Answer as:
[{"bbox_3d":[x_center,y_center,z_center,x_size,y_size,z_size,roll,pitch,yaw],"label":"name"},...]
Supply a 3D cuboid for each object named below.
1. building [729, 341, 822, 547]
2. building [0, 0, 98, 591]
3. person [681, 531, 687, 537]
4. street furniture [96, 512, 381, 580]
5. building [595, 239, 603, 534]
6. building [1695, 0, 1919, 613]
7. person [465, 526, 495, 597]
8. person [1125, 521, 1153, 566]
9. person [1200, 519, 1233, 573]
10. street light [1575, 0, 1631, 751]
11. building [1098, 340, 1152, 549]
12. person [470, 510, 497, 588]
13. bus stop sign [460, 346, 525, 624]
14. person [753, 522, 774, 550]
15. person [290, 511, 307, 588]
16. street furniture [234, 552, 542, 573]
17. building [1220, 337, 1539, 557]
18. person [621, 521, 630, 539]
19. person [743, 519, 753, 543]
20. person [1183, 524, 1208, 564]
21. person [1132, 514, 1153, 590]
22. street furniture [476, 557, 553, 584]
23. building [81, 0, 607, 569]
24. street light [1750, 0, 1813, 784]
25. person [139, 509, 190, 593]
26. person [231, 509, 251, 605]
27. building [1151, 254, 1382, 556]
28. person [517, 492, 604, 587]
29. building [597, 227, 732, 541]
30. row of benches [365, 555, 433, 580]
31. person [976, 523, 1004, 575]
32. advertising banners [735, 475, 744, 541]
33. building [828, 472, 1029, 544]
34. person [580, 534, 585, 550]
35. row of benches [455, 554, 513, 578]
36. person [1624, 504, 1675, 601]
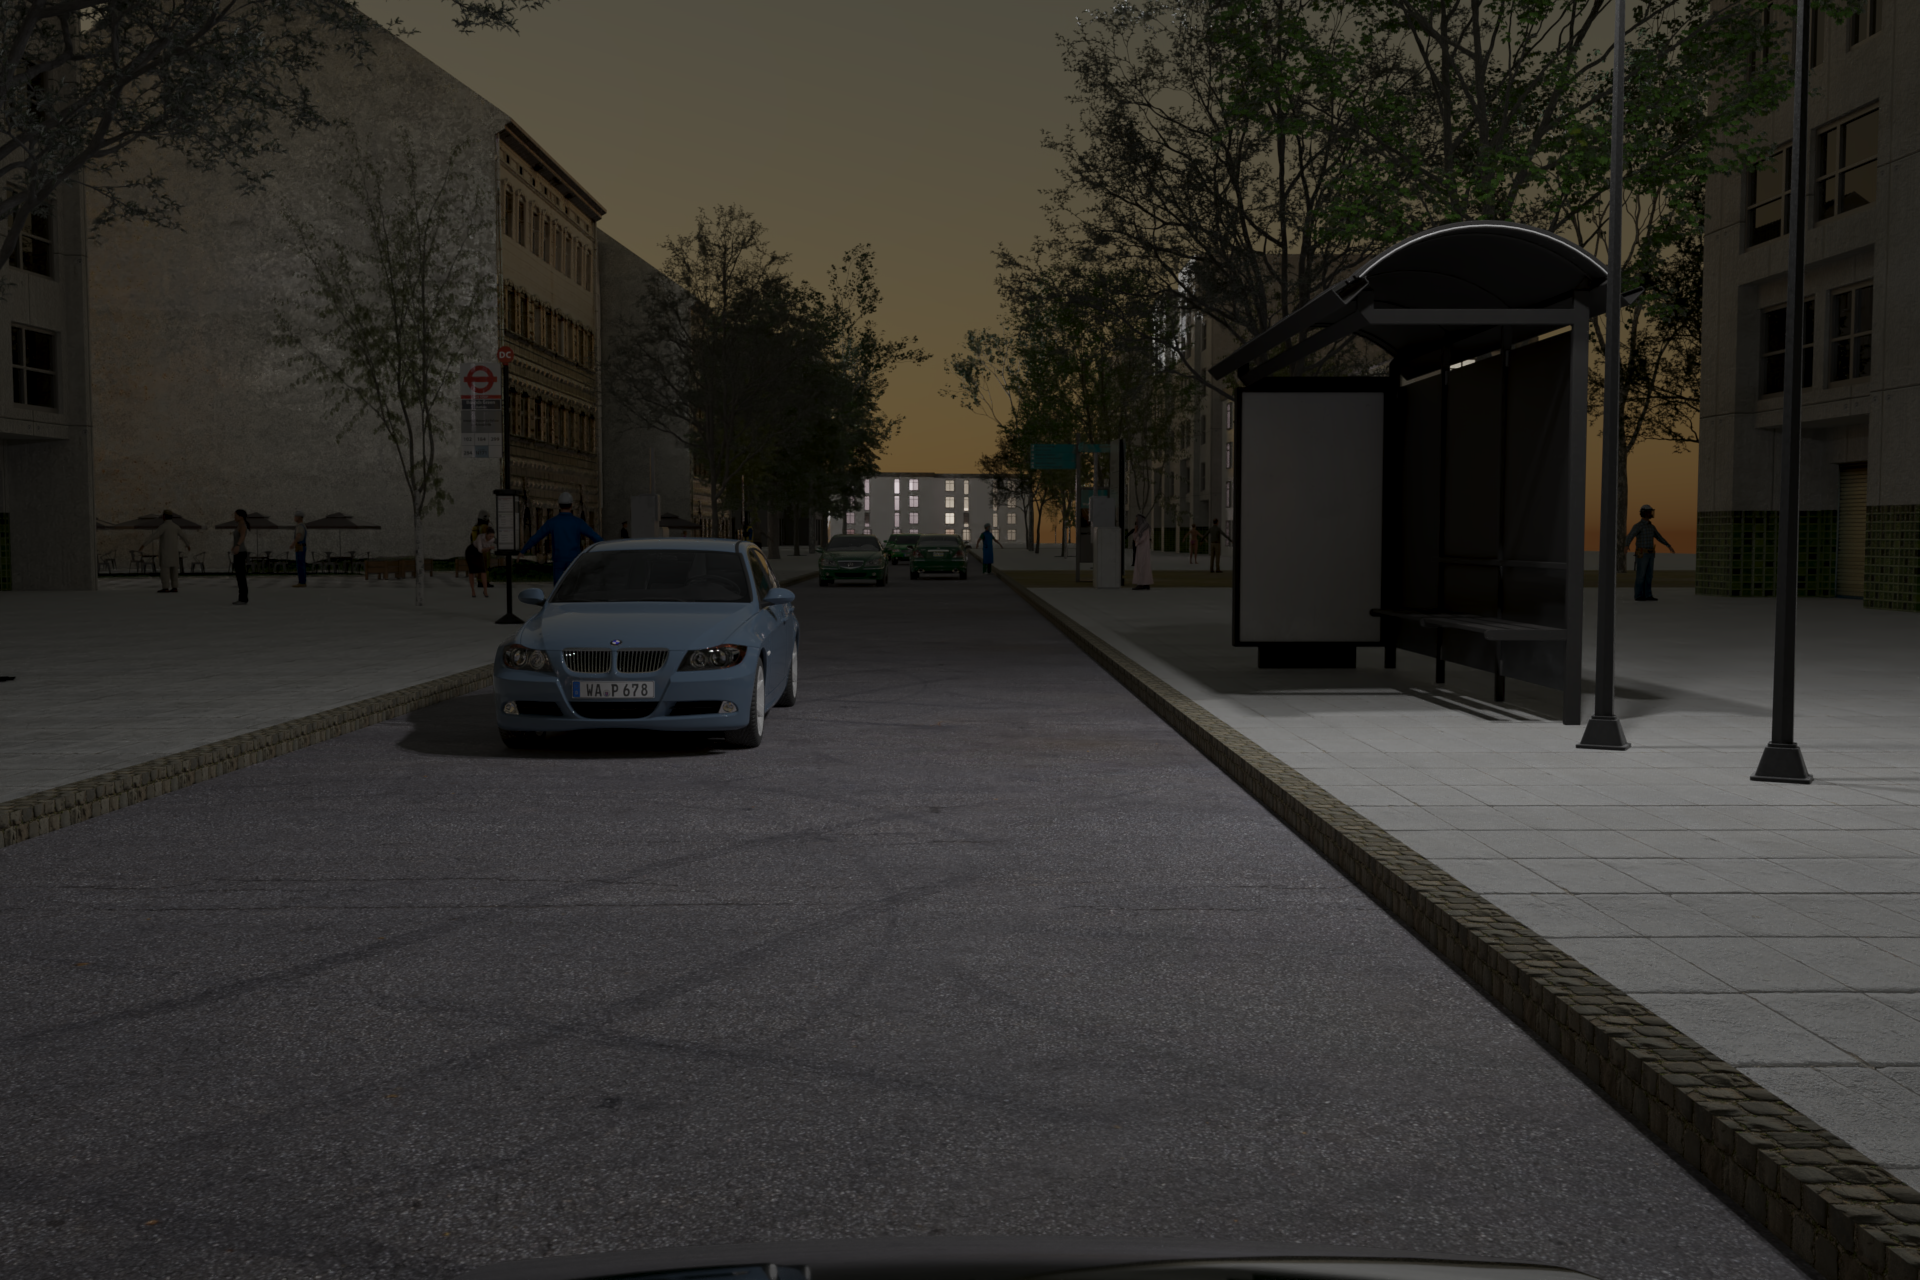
[{"bbox_3d":[-29.826,-21.029,187.793,27.936,21.610,32.646,0,4,-1],"label":"building"},{"bbox_3d":[-27.828,-9.580,23.090,16.747,18.905,31.486,0,4,-1],"label":"building"},{"bbox_3d":[-11.479,-3.884,72.773,0.599,1.433,0.991,-1,4,-18],"label":"person"},{"bbox_3d":[-31.380,-2.644,48.265,27.439,1.986,14.083,0,4,-4],"label":"street furniture"},{"bbox_3d":[-27.644,-14.746,97.521,16.016,20.090,11.380,0,4,-1],"label":"building"},{"bbox_3d":[24.031,-9.419,20.465,16.747,18.905,31.486,0,4,0],"label":"building"},{"bbox_3d":[-9.635,-1.572,34.938,0.799,1.438,0.628,1,4,9],"label":"person"},{"bbox_3d":[7.053,-3.847,69.087,1.347,1.806,0.705,-1,4,-9],"label":"person"},{"bbox_3d":[8.493,-3.131,57.459,1.348,1.796,0.705,3,5,42],"label":"person"},{"bbox_3d":[4.411,-2.305,10.236,1.470,5.913,1.316,0,4,-1],"label":"street light"},{"bbox_3d":[22.902,-18.297,165.606,16.747,18.905,31.486,0,4,0],"label":"building"},{"bbox_3d":[-11.439,-2.196,41.680,1.354,1.858,0.705,3,5,43],"label":"person"},{"bbox_3d":[-6.670,-2.201,24.694,0.855,3.939,0.416,0,4,1],"label":"bus stop sign"},{"bbox_3d":[-8.621,-4.136,73.760,1.348,1.813,0.705,0,4,5],"label":"person"},{"bbox_3d":[-15.909,-2.192,41.695,0.705,1.847,1.347,-1,4,-12],"label":"person"},{"bbox_3d":[-19.267,-2.679,59.421,10.072,0.657,5.734,0,4,-7],"label":"street furniture"},{"bbox_3d":[19.879,-8.903,87.718,9.099,9.664,28.070,0,4,0],"label":"building"},{"bbox_3d":[-14.147,-4.118,73.259,0.705,1.837,1.347,0,4,4],"label":"person"},{"bbox_3d":[-7.091,-3.162,57.664,0.705,1.833,1.349,-1,4,-18],"label":"person"},{"bbox_3d":[10.148,-4.163,74.874,1.217,1.733,0.721,3,4,37],"label":"person"},{"bbox_3d":[4.165,-2.023,39.789,0.621,1.740,0.551,-1,4,-19],"label":"person"},{"bbox_3d":[-9.881,-1.976,47.927,5.734,0.657,10.072,0,4,2],"label":"street furniture"},{"bbox_3d":[-26.130,-14.743,71.985,19.493,23.208,18.063,0,4,-1],"label":"building"},{"bbox_3d":[4.834,-2.222,8.867,1.470,5.913,1.316,0,4,0],"label":"street light"},{"bbox_3d":[-17.370,-1.949,37.960,0.704,1.819,1.344,2,4,24],"label":"person"},{"bbox_3d":[-13.197,-1.514,31.570,0.721,1.737,1.217,-2,4,-24],"label":"person"},{"bbox_3d":[23.194,-15.387,118.042,16.747,18.905,31.486,0,3,0],"label":"building"},{"bbox_3d":[-5.274,-1.061,23.228,1.347,1.842,0.705,0,4,-5],"label":"person"},{"bbox_3d":[-26.481,-17.691,120.172,19.493,23.208,18.063,0,4,0],"label":"building"},{"bbox_3d":[-16.216,-2.116,50.063,1.422,0.672,4.104,0,4,1],"label":"row of benches"},{"bbox_3d":[0.999,-3.218,61.194,0.704,1.817,1.347,3,5,45],"label":"person"},{"bbox_3d":[-6.403,-3.322,50.508,0.090,3.025,2.074,0,4,-1],"label":"advertising banners"},{"bbox_3d":[-4.149,-17.828,236.098,28.070,9.664,9.099,-1,4,-9],"label":"building"},{"bbox_3d":[-12.457,-3.064,56.227,0.704,1.812,1.346,-3,4,-37],"label":"person"},{"bbox_3d":[-14.500,-2.282,52.777,1.422,0.672,4.104,0,4,1],"label":"row of benches"},{"bbox_3d":[13.182,-1.677,33.260,1.345,1.849,0.704,-2,4,-28],"label":"person"}]
